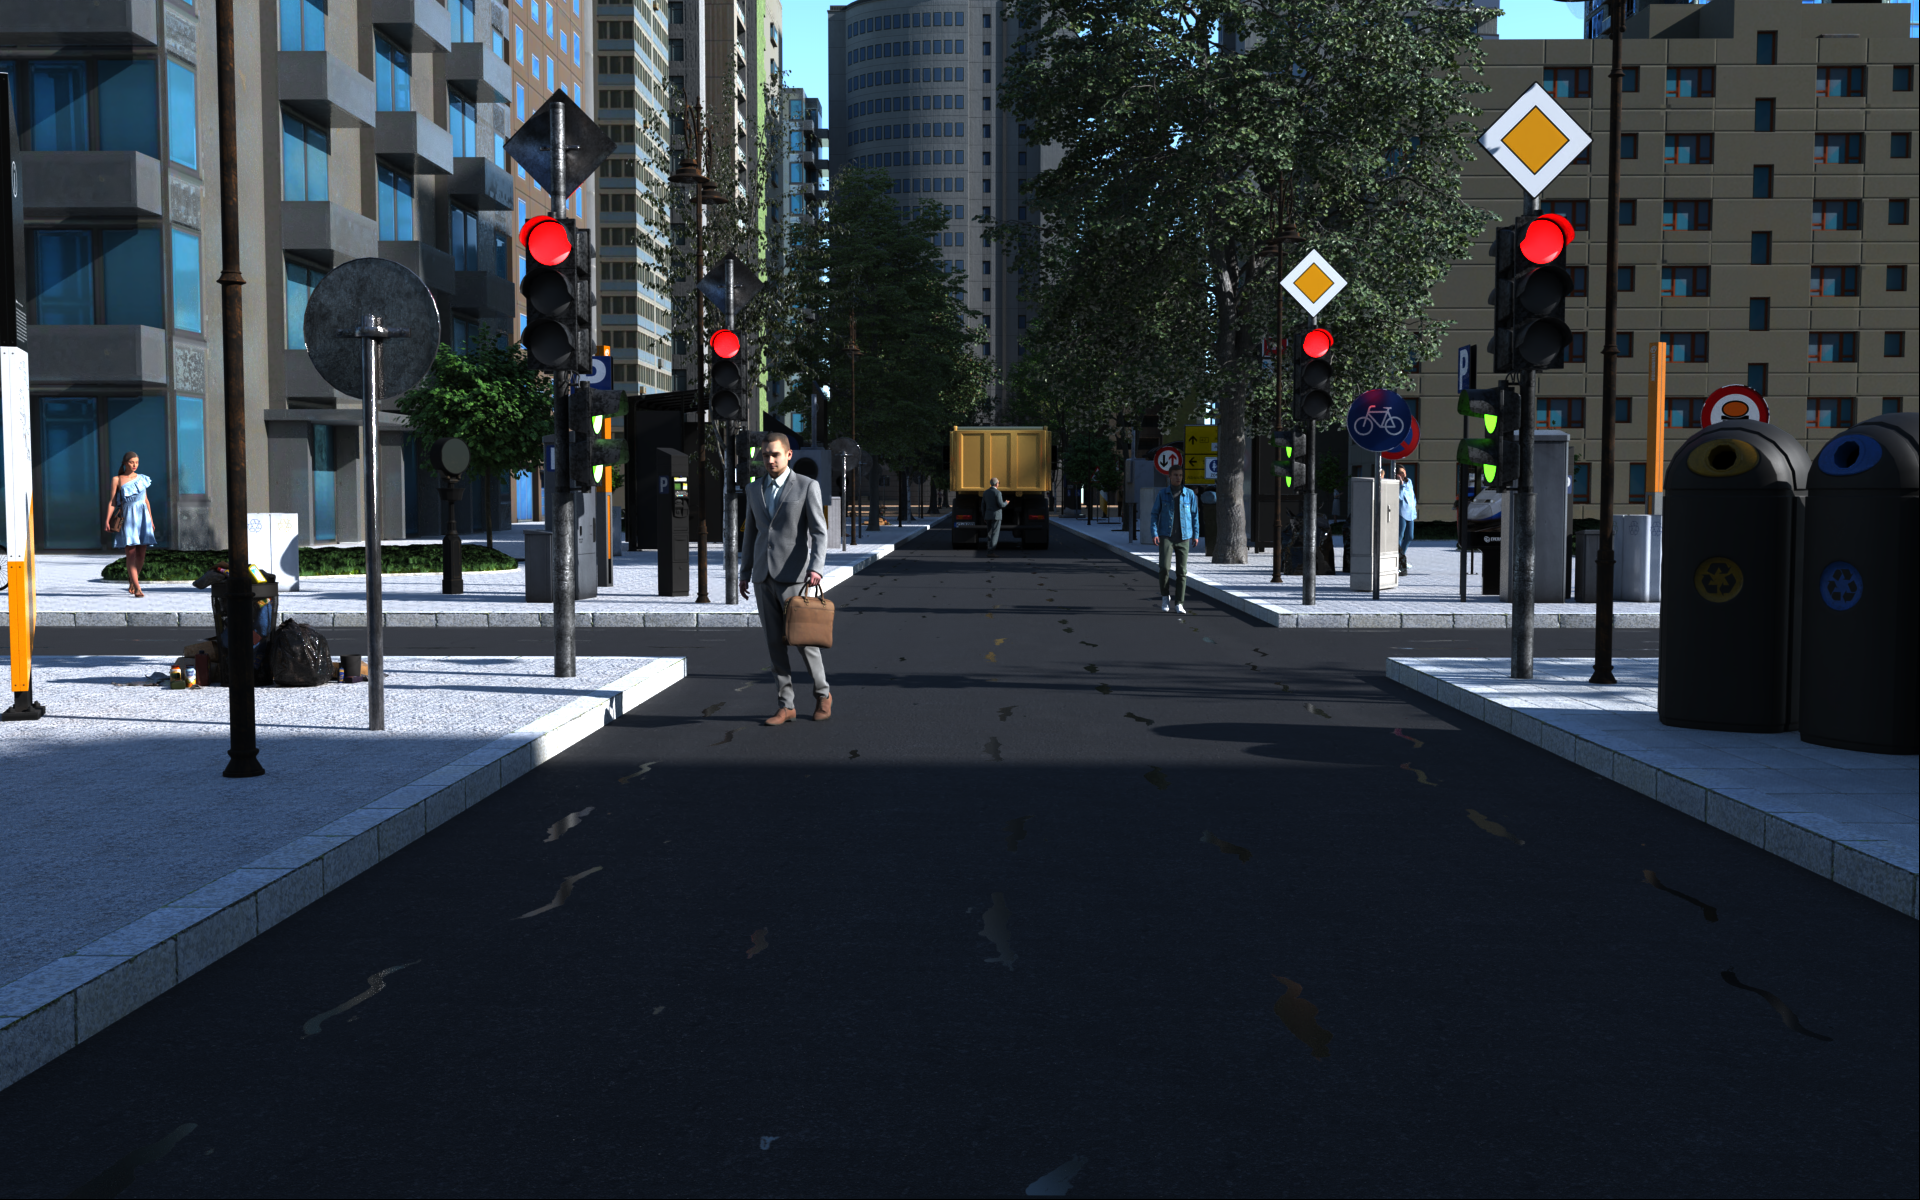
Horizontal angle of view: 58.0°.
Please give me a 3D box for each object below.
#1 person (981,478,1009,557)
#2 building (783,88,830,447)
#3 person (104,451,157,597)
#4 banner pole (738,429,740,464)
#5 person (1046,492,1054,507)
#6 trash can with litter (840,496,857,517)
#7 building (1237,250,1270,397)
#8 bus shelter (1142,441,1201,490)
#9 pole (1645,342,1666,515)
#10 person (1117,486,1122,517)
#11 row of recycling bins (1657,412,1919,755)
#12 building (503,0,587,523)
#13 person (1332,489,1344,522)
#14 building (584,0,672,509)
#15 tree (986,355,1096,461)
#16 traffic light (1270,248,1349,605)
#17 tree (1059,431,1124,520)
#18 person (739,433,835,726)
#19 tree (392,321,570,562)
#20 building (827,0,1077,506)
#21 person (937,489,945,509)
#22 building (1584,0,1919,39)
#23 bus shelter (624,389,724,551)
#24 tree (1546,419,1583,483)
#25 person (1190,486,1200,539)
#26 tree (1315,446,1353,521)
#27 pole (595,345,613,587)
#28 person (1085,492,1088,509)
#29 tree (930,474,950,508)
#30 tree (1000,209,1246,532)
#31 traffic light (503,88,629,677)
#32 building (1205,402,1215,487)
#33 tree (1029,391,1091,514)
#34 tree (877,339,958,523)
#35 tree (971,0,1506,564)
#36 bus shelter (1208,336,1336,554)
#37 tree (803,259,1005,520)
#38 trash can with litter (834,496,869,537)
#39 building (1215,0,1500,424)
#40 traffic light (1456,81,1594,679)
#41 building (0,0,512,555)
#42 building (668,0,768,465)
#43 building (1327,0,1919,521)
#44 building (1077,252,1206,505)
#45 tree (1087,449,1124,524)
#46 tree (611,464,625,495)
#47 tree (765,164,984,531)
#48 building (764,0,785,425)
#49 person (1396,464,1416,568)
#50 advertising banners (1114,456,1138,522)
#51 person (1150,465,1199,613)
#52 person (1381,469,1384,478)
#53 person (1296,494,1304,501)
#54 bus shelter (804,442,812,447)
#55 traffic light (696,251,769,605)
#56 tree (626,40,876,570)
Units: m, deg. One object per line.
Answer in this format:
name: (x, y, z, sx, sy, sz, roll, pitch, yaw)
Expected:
person: (0.813, -1.871, 39.269, 0.661, 1.801, 0.590, 3, 5, 45)
building: (-30.240, -35.732, 203.830, 30.456, 49.044, 23.786, 0, 4, 1)
person: (-10.397, -0.950, 21.673, 0.616, 1.811, 0.778, -3, 4, -38)
banner pole: (-6.842, -3.884, 53.518, 0.401, 3.779, 0.863, 0, 4, -4)
person: (6.783, -7.350, 129.449, 0.697, 1.427, 0.421, 2, 4, 27)
trash can with litter: (-6.177, -5.140, 95.431, 1.055, 1.170, 0.624, 1, 4, 9)
building: (33.893, -16.449, 113.977, 27.650, 21.520, 28.899, 0, 4, 1)
bus shelter: (8.413, -4.550, 68.310, 2.014, 3.302, 5.546, 0, 4, 1)
pole: (9.379, -1.806, 23.379, 0.158, 3.312, 0.155, 0, 3, 0)
person: (9.084, -5.615, 97.945, 0.705, 1.812, 1.348, 0, 4, -3)
row of recycling bins: (4.878, -0.081, 8.433, 1.069, 1.692, 3.534, -1, 4, -22)
building: (-26.156, -26.380, 81.432, 14.600, 45.320, 14.200, 0, 4, 1)
person: (16.176, -4.125, 74.056, 0.524, 1.755, 0.480, 1, 4, 21)
building: (-31.353, -25.437, 107.769, 32.217, 40.220, 23.993, 0, 4, 1)
tree: (6.895, -14.463, 146.843, 12.009, 13.543, 11.850, 0, 3, 0)
traffic light: (4.024, -1.898, 19.955, 0.839, 4.253, 0.868, 0, 4, 1)
tree: (6.502, -6.203, 85.132, 4.285, 4.588, 4.351, 0, 3, 0)
person: (-1.092, -0.132, 10.782, 0.709, 1.813, 0.853, 1, 4, 18)
tree: (-9.041, -3.020, 33.084, 4.285, 4.588, 4.351, 0, 3, 0)
building: (-0.918, -40.400, 202.545, 28.212, 58.520, 21.231, 0, 4, 1)
person: (-1.666, -8.642, 148.050, 0.721, 1.736, 1.217, 3, 4, 37)
building: (67.122, -50.760, 142.602, 31.000, 86.520, 22.319, 0, 4, 1)
bus shelter: (-6.635, -3.090, 41.798, 1.731, 3.624, 6.357, 0, 4, 1)
tree: (15.307, -3.067, 44.750, 1.663, 3.219, 1.824, 0, 3, 0)
person: (6.647, -2.500, 49.520, 0.503, 1.515, 0.523, 3, 4, 38)
tree: (14.966, -4.594, 69.710, 1.663, 3.219, 1.824, 0, 3, 0)
pole: (-4.918, -1.839, 23.915, 0.158, 3.312, 0.155, 0, 3, 0)
person: (11.319, -8.972, 153.176, 0.683, 1.767, 0.568, -3, 5, -40)
tree: (-1.238, -10.593, 156.905, 4.285, 4.588, 4.351, 0, 3, 0)
tree: (5.887, -8.182, 59.526, 9.928, 11.665, 9.643, 0, 3, 0)
traffic light: (-2.759, -1.415, 12.057, 0.839, 4.253, 0.868, 0, 4, 1)
building: (43.223, -54.335, 201.048, 31.000, 86.520, 22.319, 0, 4, 1)
tree: (6.338, -9.985, 113.618, 4.737, 8.622, 4.395, 0, 3, 0)
tree: (-2.194, -7.651, 75.459, 4.737, 8.622, 4.395, 0, 3, 0)
tree: (5.117, -7.648, 31.692, 9.857, 13.997, 8.962, 0, 3, 0)
bus shelter: (7.222, -3.904, 41.455, 2.179, 5.291, 8.768, 0, 4, 1)
tree: (-2.650, -10.216, 84.046, 9.611, 12.733, 9.660, 0, 3, 0)
trash can with litter: (-3.960, -2.541, 52.604, 2.233, 1.210, 1.678, 3, 5, 42)
building: (31.636, -36.660, 141.387, 21.231, 58.520, 28.212, 0, 4, 1)
traffic light: (3.902, -1.410, 11.971, 0.839, 4.253, 0.868, 0, 4, 1)
building: (-25.829, -26.195, 47.905, 23.786, 49.044, 30.456, 0, 4, 1)
building: (-22.040, -27.130, 127.177, 14.154, 41.232, 14.086, 0, 4, 1)
building: (30.781, -14.398, 80.445, 27.650, 21.520, 28.899, 0, 4, 1)
building: (20.615, -26.161, 199.432, 14.107, 30.474, 14.160, 0, 4, 1)
tree: (6.401, -4.900, 74.724, 1.663, 3.219, 1.824, 0, 3, 0)
tree: (-17.465, -5.590, 86.002, 1.663, 3.219, 1.824, 0, 3, 0)
tree: (-3.072, -8.711, 60.558, 7.486, 12.596, 7.792, 0, 3, 0)
building: (-26.624, -31.958, 146.215, 21.600, 48.544, 21.300, 0, 4, 1)
person: (7.650, -1.447, 29.967, 0.793, 1.790, 0.793, 1, 4, 17)
advertising banners: (7.525, -5.053, 78.808, 0.090, 3.025, 2.074, -2, 4, -25)
person: (2.585, -0.734, 20.848, 0.601, 1.785, 0.444, 0, 4, 2)
person: (8.481, -1.780, 35.267, 0.853, 1.813, 0.709, -2, 4, -24)
person: (9.944, -2.675, 50.327, 0.519, 1.759, 0.362, -2, 4, -28)
bus shelter: (-6.057, -4.574, 68.703, 2.014, 3.302, 5.546, 0, 4, 1)
traffic light: (-2.636, -1.903, 20.041, 0.839, 4.253, 0.868, 0, 4, 1)
tree: (-3.784, -4.828, 29.304, 4.360, 8.622, 3.978, 0, 3, 0)
